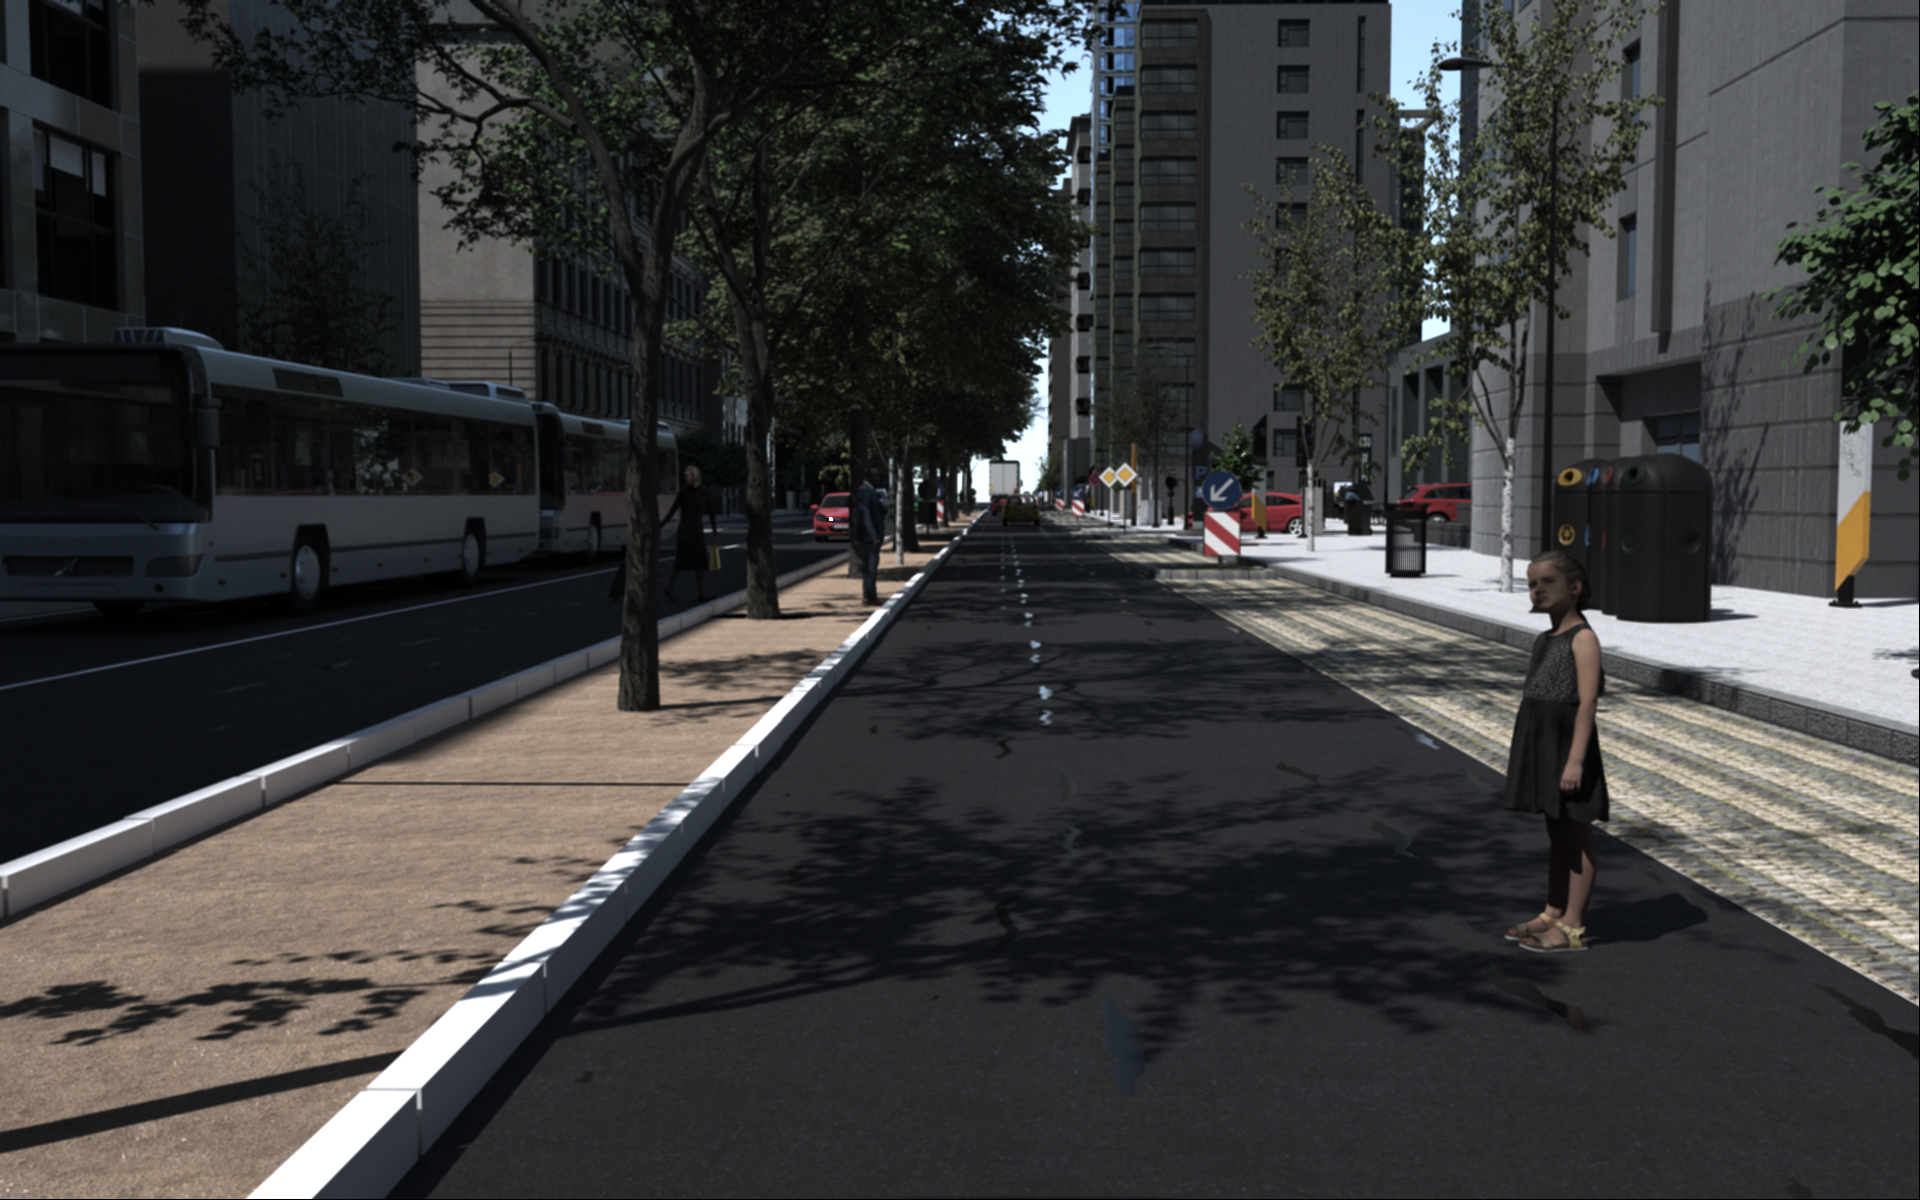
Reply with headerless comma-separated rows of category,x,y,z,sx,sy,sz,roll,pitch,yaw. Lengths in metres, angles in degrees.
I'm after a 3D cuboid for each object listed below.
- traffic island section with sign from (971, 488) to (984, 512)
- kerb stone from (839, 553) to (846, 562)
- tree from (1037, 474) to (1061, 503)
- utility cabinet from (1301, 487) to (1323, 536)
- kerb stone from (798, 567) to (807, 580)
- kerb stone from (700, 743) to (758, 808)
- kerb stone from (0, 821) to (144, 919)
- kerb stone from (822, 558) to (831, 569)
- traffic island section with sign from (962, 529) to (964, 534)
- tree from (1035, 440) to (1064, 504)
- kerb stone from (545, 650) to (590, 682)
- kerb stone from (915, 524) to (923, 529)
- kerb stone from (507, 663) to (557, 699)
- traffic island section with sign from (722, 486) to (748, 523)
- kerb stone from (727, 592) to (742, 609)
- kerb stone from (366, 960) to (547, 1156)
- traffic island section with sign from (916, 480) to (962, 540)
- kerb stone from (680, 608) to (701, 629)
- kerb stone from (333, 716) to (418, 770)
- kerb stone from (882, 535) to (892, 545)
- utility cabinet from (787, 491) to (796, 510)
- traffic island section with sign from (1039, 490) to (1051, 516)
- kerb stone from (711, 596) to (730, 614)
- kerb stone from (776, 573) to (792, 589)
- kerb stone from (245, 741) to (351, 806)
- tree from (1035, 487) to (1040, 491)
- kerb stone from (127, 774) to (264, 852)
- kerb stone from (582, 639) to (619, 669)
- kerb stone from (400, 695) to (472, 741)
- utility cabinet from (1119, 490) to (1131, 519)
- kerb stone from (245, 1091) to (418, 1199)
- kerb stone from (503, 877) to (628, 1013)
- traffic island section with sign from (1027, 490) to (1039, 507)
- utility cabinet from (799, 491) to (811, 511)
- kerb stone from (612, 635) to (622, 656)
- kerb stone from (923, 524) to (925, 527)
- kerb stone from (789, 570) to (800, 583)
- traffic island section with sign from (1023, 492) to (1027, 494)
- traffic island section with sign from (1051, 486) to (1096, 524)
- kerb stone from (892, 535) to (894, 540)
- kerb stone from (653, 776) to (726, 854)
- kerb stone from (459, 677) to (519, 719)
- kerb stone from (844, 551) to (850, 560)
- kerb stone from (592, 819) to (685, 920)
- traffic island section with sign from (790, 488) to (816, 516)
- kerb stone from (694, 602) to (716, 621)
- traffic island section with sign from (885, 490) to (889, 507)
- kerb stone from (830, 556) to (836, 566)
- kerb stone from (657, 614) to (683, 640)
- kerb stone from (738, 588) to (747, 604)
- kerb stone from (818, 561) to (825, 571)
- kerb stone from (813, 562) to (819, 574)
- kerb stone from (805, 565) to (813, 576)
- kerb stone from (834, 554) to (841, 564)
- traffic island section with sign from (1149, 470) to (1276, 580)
traffic island section with sign,0.938,-7.899,137.283,2.006,1.907,1.989,0,4,1
kerb stone,-2.544,-0.850,36.092,0.120,0.150,1.000,0,4,1
tree,12.231,-15.540,237.784,4.285,4.588,4.351,0,3,0
utility cabinet,10.853,-2.730,53.312,0.318,1.500,1.173,0,4,-7
kerb stone,-2.709,-0.410,28.897,0.120,0.150,1.000,0,4,1
kerb stone,-1.117,0.850,8.349,0.120,0.150,1.000,0,4,1
kerb stone,-3.256,0.973,6.339,0.120,0.150,1.000,0,4,1
kerb stone,-2.620,-0.662,33.014,0.120,0.150,1.000,0,4,1
traffic island section with sign,-0.868,-3.305,62.167,2.006,1.907,1.989,0,4,1
tree,12.138,-17.176,231.183,4.737,8.622,4.395,0,3,0
kerb stone,-3.089,0.531,13.518,0.120,0.150,1.000,0,4,1
kerb stone,-1.693,-3.014,71.476,0.120,0.150,1.000,0,4,1
kerb stone,-3.114,0.594,12.489,0.120,0.150,1.000,0,4,1
traffic island section with sign,-10.603,-4.699,85.456,1.989,1.847,2.006,0,4,1
kerb stone,-2.899,0.030,21.720,0.120,0.150,1.000,0,4,1
kerb stone,-1.211,1.098,4.246,0.120,0.150,1.000,0,4,1
traffic island section with sign,-1.056,-2.852,54.762,2.006,1.907,1.989,0,4,1
kerb stone,-2.965,0.223,18.647,0.120,0.150,1.000,0,4,1
kerb stone,-3.191,0.782,9.415,0.120,0.150,1.000,0,4,1
kerb stone,-2.174,-1.790,51.463,0.120,0.150,1.000,0,4,1
utility cabinet,-13.144,-7.751,135.401,0.318,1.500,1.173,-2,4,-28
traffic island section with sign,6.250,-6.289,111.445,1.989,1.847,2.006,0,4,1
kerb stone,-2.915,0.092,20.696,0.120,0.150,1.000,0,4,1
kerb stone,-2.770,-0.284,26.838,0.120,0.150,1.000,0,4,1
kerb stone,-3.213,0.845,8.393,0.120,0.150,1.000,0,4,1
tree,13.304,-18.034,289.460,1.663,3.219,1.824,0,3,0
kerb stone,-3.242,0.907,7.364,0.120,0.150,1.000,0,4,1
kerb stone,-3.056,0.468,14.539,0.120,0.150,1.000,0,4,1
kerb stone,-3.175,0.719,10.445,0.120,0.150,1.000,0,4,1
utility cabinet,8.372,-4.804,87.232,0.318,1.500,1.173,2,4,28
kerb stone,-1.238,1.160,3.224,0.120,0.150,1.000,0,4,1
kerb stone,-1.187,1.035,5.268,0.120,0.150,1.000,0,4,1
traffic island section with sign,7.455,-9.352,161.529,1.989,1.847,2.006,0,4,1
utility cabinet,-11.320,-7.191,126.257,0.318,1.500,1.173,2,4,25
kerb stone,-3.043,0.410,15.562,0.120,0.150,1.000,0,4,1
kerb stone,-1.665,-3.077,72.509,0.120,0.150,1.000,0,4,1
kerb stone,-2.740,-0.347,27.875,0.120,0.150,1.000,0,4,1
traffic island section with sign,8.134,-11.052,189.330,1.989,1.847,2.006,0,4,1
traffic island section with sign,5.607,-4.640,84.498,1.989,1.847,2.006,0,4,1
kerb stone,-2.149,-1.853,52.487,0.120,0.150,1.000,0,4,1
kerb stone,-1.141,0.910,7.317,0.120,0.150,1.000,0,4,1
kerb stone,-3.137,0.656,11.467,0.120,0.150,1.000,0,4,1
kerb stone,-2.518,-0.912,37.114,0.120,0.150,1.000,0,4,1
kerb stone,-1.162,0.973,6.292,0.120,0.150,1.000,0,4,1
traffic island section with sign,-9.957,-6.347,112.403,1.989,1.847,2.006,0,4,1
kerb stone,-2.943,0.155,19.671,0.120,0.150,1.000,0,4,1
traffic island section with sign,-8.080,-11.077,189.737,1.989,1.847,2.006,0,4,1
kerb stone,-2.596,-0.721,34.036,0.120,0.150,1.000,0,4,1
kerb stone,-2.995,0.280,17.621,0.120,0.150,1.000,0,4,1
kerb stone,-2.868,-0.033,22.742,0.120,0.150,1.000,0,4,1
kerb stone,-2.645,-0.587,31.984,0.120,0.150,1.000,0,4,1
kerb stone,-2.672,-0.535,30.953,0.120,0.150,1.000,0,4,1
kerb stone,-2.693,-0.469,29.926,0.120,0.150,1.000,0,4,1
kerb stone,-2.568,-0.784,35.070,0.120,0.150,1.000,0,4,1
traffic island section with sign,4.275,-1.288,29.682,1.989,1.847,2.006,0,4,1
